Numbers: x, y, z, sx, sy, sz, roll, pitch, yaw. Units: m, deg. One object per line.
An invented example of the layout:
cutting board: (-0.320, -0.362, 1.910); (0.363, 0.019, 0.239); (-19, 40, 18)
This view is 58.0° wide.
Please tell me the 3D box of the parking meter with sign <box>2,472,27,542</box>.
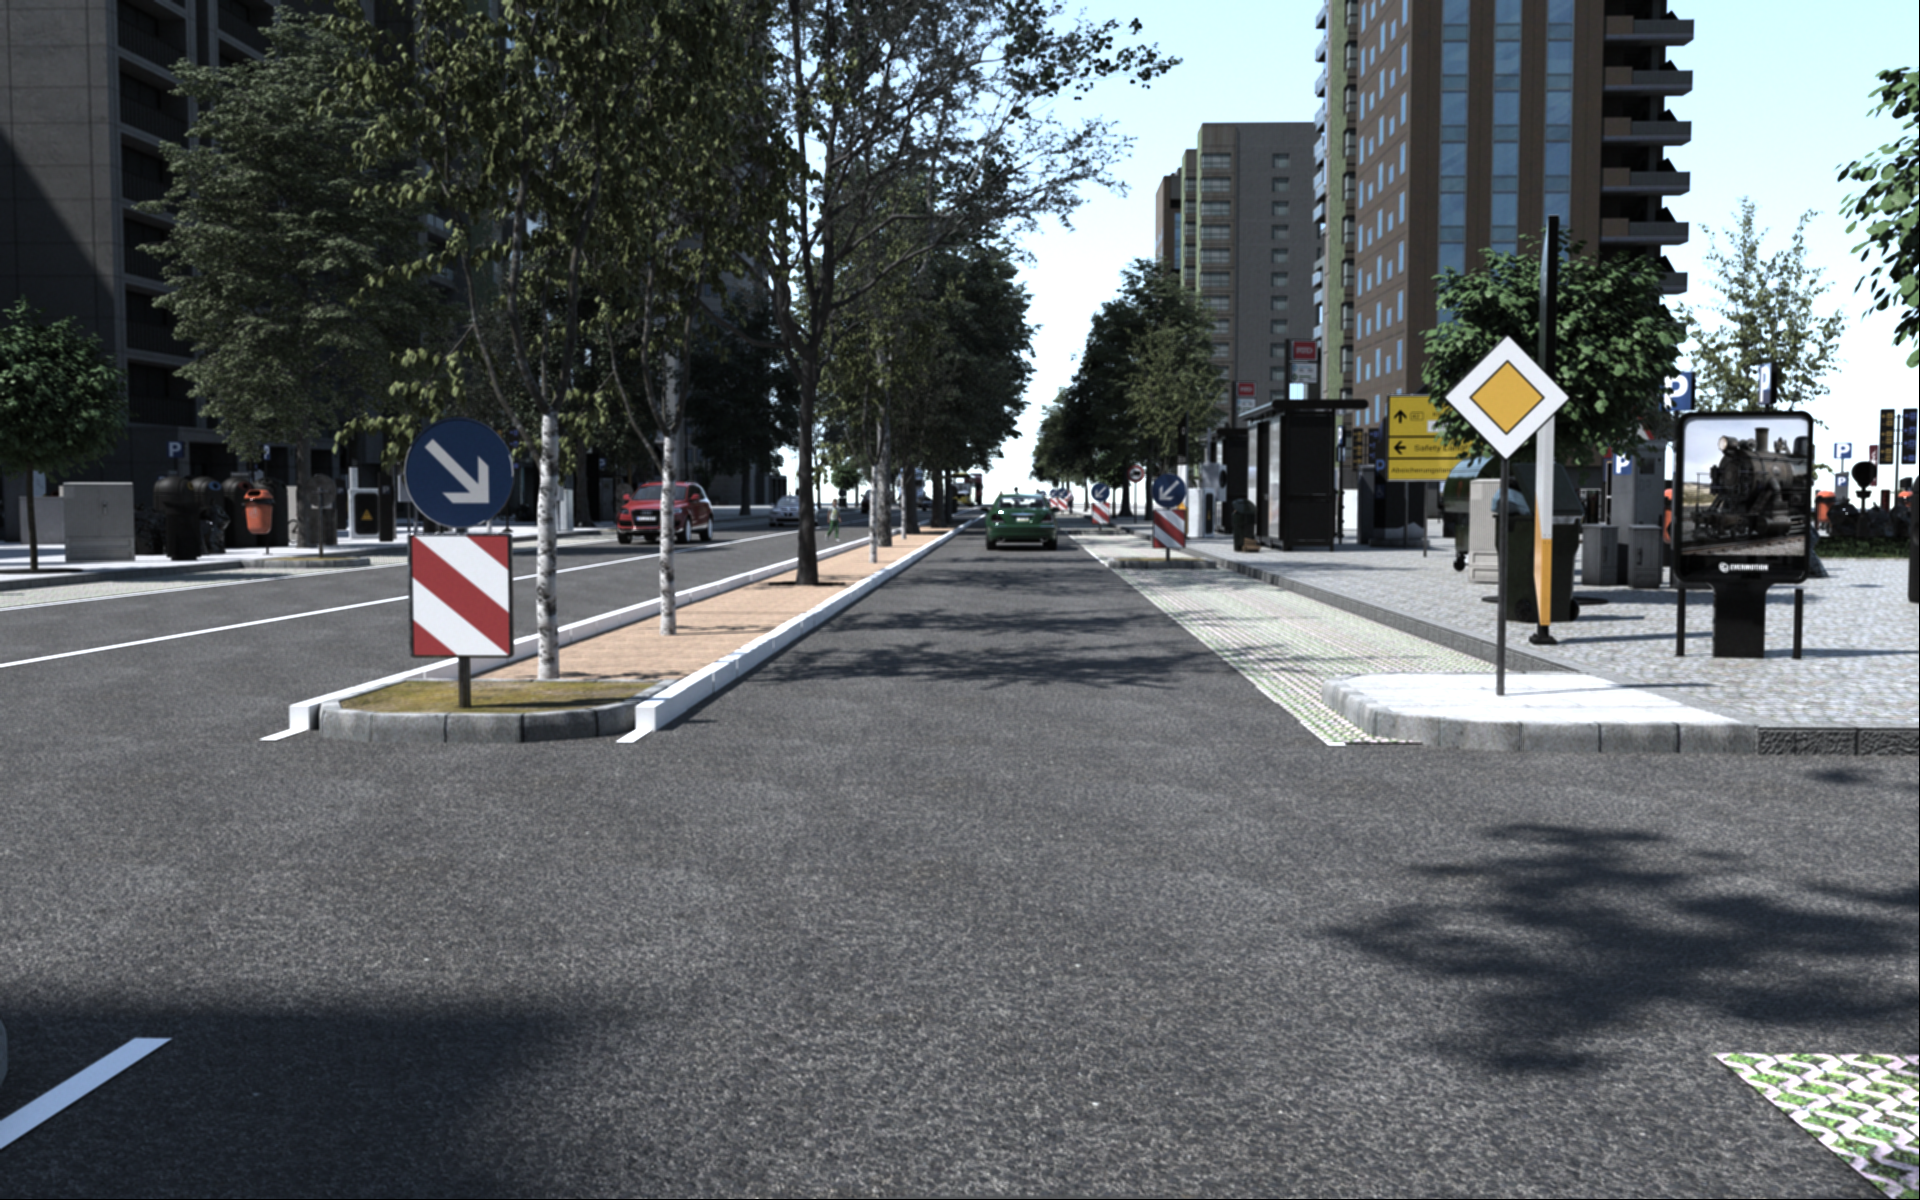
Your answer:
parking meter with sign: (-25.136, -3.054, 46.202); (1.738, 3.016, 0.543); (-2, 4, -28)

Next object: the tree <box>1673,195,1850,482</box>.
tree: (19.658, -5.622, 42.289); (4.737, 8.622, 4.395); (0, 3, 0)

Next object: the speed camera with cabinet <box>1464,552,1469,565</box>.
speed camera with cabinet: (9.805, -2.291, 31.788); (0.660, 3.252, 2.038); (2, 4, 30)

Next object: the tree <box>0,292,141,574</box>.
tree: (-15.293, -2.735, 28.438); (4.285, 4.588, 4.351); (0, 3, 0)

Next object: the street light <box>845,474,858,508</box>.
street light: (-9.992, -11.473, 160.130); (1.470, 5.913, 1.316); (0, 4, 2)

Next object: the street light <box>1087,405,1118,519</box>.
street light: (7.535, -7.221, 90.611); (1.470, 5.913, 1.316); (0, 4, 2)

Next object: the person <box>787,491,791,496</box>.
person: (-16.426, -9.585, 165.748); (0.750, 1.759, 0.617); (1, 4, 22)

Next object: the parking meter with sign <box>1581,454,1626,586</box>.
parking meter with sign: (9.581, -1.729, 24.536); (1.738, 3.016, 0.543); (-2, 4, -30)

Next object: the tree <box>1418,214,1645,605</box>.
tree: (6.919, -2.247, 20.453); (4.285, 4.588, 4.351); (0, 3, 0)

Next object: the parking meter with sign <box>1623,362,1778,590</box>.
parking meter with sign: (9.967, -1.655, 23.318); (1.738, 3.016, 0.543); (1, 4, 9)

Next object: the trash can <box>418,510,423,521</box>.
trash can: (-25.662, -4.326, 82.390); (0.748, 1.137, 0.748); (0, 3, 0)

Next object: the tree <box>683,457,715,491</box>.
tree: (-13.818, -5.923, 91.445); (1.663, 3.219, 1.824); (0, 3, 0)

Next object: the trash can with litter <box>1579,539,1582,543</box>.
trash can with litter: (15.402, -2.089, 45.208); (2.233, 1.210, 1.678); (0, 4, -3)

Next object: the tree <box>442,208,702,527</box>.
tree: (-14.701, -9.172, 66.972); (9.611, 12.733, 9.660); (0, 3, 0)

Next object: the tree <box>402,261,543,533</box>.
tree: (-15.059, -6.359, 54.340); (4.360, 8.622, 3.978); (0, 3, 0)

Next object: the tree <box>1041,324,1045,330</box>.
tree: (-0.882, -10.022, 72.970); (9.857, 13.997, 8.962); (0, 3, 0)

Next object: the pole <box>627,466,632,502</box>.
pole: (-14.602, -5.059, 76.565); (0.158, 3.312, 0.155); (0, 3, 0)

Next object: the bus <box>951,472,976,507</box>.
bus: (0.227, -12.482, 195.630); (2.896, 3.916, 12.252); (0, 4, 3)

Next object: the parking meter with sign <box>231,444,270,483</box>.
parking meter with sign: (-25.250, -3.961, 61.016); (1.738, 3.016, 0.543); (0, 4, 2)

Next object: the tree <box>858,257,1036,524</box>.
tree: (-0.468, -9.858, 81.758); (7.486, 12.596, 7.792); (0, 3, 0)

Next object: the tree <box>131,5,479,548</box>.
tree: (-15.299, -7.498, 40.719); (7.486, 12.596, 7.792); (0, 3, 0)

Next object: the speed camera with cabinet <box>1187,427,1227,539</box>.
speed camera with cabinet: (7.219, -3.446, 50.672); (0.660, 3.252, 2.038); (2, 4, 27)

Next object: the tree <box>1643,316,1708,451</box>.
tree: (28.788, -7.450, 72.169); (4.360, 8.622, 3.978); (0, 3, 0)

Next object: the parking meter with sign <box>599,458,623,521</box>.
parking meter with sign: (-16.741, -5.221, 81.624); (0.543, 3.016, 1.738); (3, 5, 44)

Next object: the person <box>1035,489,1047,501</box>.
person: (5.413, -6.864, 120.808); (1.350, 1.814, 0.705); (0, 4, 1)

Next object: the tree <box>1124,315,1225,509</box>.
tree: (8.505, -7.386, 71.123); (4.737, 8.622, 4.395); (0, 3, 0)

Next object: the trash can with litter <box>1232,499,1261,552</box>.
trash can with litter: (6.427, -1.654, 38.424); (0.624, 1.170, 1.055); (-1, 4, -9)

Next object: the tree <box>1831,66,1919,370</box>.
tree: (6.675, -1.584, 9.607); (4.285, 4.588, 4.351); (0, 3, 0)

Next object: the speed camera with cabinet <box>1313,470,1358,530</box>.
speed camera with cabinet: (13.597, -4.128, 61.821); (0.660, 3.252, 2.038); (-3, 5, -42)

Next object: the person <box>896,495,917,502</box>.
person: (-3.204, -5.772, 102.891); (1.348, 1.821, 0.705); (1, 4, 16)

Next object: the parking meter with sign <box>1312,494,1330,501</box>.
parking meter with sign: (13.402, -4.170, 64.438); (1.738, 3.016, 0.543); (3, 5, 40)

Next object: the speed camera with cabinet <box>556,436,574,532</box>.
speed camera with cabinet: (-13.764, -3.977, 59.353); (0.660, 3.252, 2.038); (0, 4, 0)

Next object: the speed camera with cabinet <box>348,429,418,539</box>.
speed camera with cabinet: (-16.625, -3.413, 50.143); (2.038, 3.252, 0.660); (-2, 4, -23)

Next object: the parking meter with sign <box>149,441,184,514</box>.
parking meter with sign: (-25.793, -3.670, 56.260); (0.543, 3.016, 1.738); (0, 4, -2)

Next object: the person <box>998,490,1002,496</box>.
person: (4.404, -10.729, 183.851); (1.348, 1.831, 0.705); (-3, 5, -44)

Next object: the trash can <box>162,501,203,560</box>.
trash can: (-15.084, -1.344, 33.633); (0.748, 1.137, 0.748); (0, 3, 0)

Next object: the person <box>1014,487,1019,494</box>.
person: (2.710, -4.587, 83.841); (0.374, 1.781, 0.599); (1, 4, 17)

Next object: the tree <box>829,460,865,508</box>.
tree: (-10.758, -11.034, 164.125); (4.285, 4.588, 4.351); (0, 3, 0)

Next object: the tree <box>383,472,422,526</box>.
tree: (-22.519, -4.671, 70.979); (1.663, 3.219, 1.824); (0, 3, 0)

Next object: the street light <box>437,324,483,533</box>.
street light: (-13.745, -4.586, 47.523); (1.470, 5.913, 1.316); (0, 4, 2)

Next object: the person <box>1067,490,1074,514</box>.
person: (7.148, -6.335, 113.023); (0.756, 1.711, 0.436); (-3, 5, -44)

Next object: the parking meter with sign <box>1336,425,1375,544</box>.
parking meter with sign: (10.558, -2.935, 44.253); (1.738, 3.016, 0.543); (0, 4, -1)

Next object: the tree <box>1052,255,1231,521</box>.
tree: (9.407, -10.073, 82.813); (7.486, 12.596, 7.792); (0, 3, 0)

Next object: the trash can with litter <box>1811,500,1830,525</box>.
trash can with litter: (34.028, -3.415, 66.900); (1.678, 1.210, 2.233); (3, 5, 43)

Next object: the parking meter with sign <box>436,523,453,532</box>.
parking meter with sign: (-17.769, -3.868, 59.507); (0.543, 3.016, 1.738); (0, 4, -3)

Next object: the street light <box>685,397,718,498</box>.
street light: (-12.579, -6.760, 83.059); (1.470, 5.913, 1.316); (0, 4, 2)

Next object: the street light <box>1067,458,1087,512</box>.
street light: (8.674, -9.437, 126.843); (1.470, 5.913, 1.316); (0, 4, 2)

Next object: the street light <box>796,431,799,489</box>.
street light: (-11.222, -9.281, 124.287); (1.470, 5.913, 1.316); (0, 4, 2)

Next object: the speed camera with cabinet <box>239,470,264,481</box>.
speed camera with cabinet: (-26.406, -4.379, 65.931); (0.660, 3.252, 2.038); (2, 4, 26)

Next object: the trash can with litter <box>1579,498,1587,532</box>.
trash can with litter: (19.817, -2.736, 56.122); (0.624, 1.170, 1.055); (-2, 4, -31)

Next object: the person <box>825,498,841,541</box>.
person: (-3.840, -2.428, 52.448); (0.590, 1.304, 0.306); (3, 5, 45)

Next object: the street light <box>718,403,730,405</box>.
street light: (-12.385, -7.074, 88.204); (1.470, 5.913, 1.316); (0, 4, 2)

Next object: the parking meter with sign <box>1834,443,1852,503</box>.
parking meter with sign: (29.475, -3.773, 57.944); (0.543, 3.016, 1.738); (2, 4, 28)

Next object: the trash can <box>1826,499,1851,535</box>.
trash can: (27.007, -2.547, 53.295); (0.748, 1.137, 0.748); (0, 3, 0)
